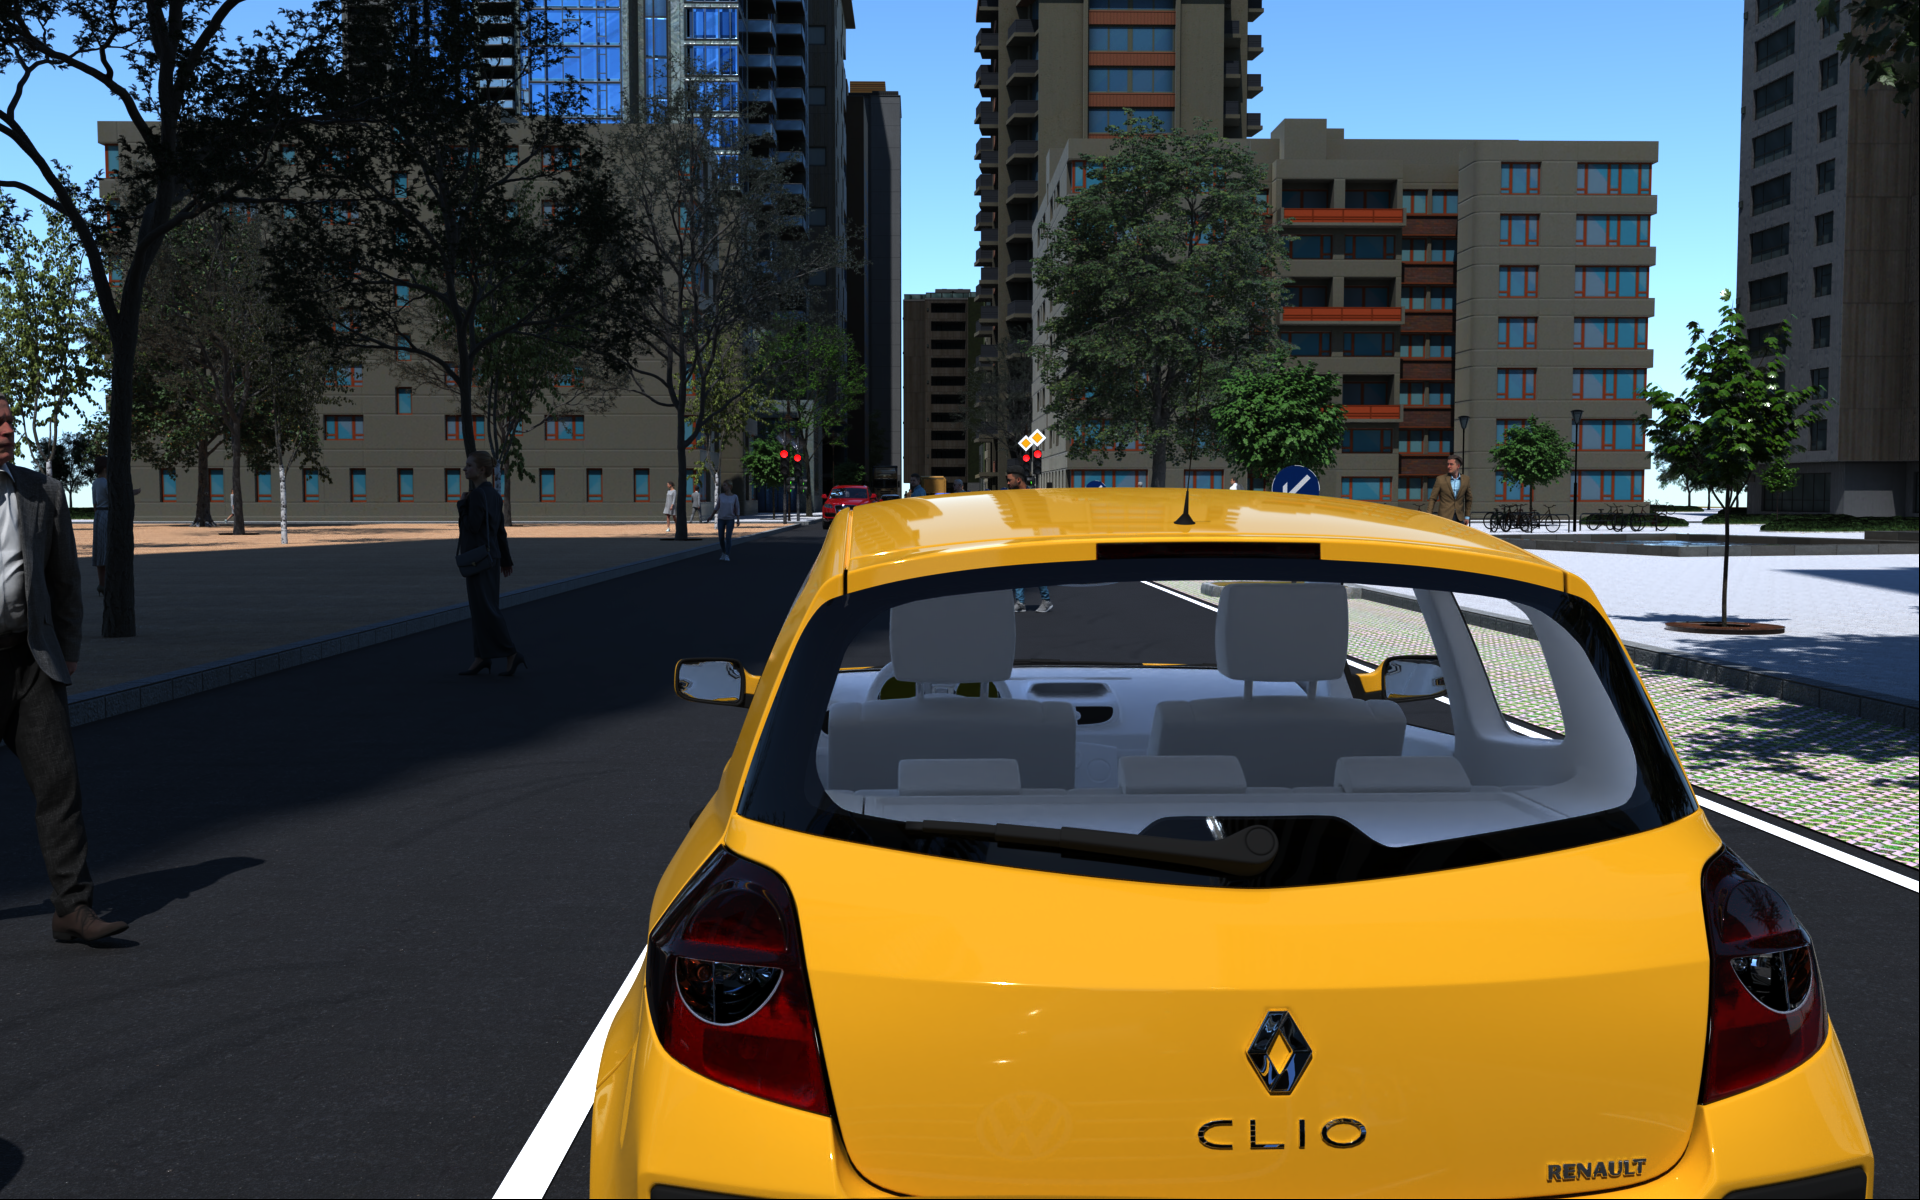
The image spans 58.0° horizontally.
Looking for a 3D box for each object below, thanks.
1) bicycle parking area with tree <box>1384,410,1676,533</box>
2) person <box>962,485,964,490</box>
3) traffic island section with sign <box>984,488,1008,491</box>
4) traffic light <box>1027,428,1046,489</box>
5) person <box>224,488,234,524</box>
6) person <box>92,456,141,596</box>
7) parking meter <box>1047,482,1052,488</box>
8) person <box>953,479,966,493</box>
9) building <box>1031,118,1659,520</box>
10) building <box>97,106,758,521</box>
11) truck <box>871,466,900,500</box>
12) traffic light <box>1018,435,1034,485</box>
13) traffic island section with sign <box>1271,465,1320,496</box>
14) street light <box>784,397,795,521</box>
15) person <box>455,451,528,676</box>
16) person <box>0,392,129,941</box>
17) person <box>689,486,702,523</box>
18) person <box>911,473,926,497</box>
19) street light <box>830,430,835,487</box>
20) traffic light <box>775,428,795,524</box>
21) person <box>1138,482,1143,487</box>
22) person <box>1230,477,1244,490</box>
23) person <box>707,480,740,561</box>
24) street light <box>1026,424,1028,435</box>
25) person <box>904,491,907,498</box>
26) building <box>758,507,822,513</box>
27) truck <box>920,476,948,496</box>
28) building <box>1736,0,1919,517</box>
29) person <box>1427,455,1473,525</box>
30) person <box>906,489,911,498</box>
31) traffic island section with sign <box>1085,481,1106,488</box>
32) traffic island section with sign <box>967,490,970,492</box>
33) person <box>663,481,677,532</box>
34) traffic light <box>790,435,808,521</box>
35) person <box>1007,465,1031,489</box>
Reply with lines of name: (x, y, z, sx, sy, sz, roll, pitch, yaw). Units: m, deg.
bicycle parking area with tree: (19.591, -4.545, 61.305, 9.016, 4.147, 8.231, -1, 4, -16)
person: (-0.050, -2.737, 53.530, 0.520, 1.790, 0.573, 3, 4, 39)
traffic island section with sign: (2.599, -6.014, 106.957, 1.989, 1.847, 2.006, 0, 4, -1)
traffic light: (3.289, -5.220, 74.266, 0.839, 4.253, 0.868, 0, 4, -1)
person: (-32.622, -4.188, 77.728, 0.466, 1.731, 0.760, 3, 5, 40)
person: (-10.632, -0.927, 21.769, 0.480, 1.755, 0.524, 2, 4, 34)
parking meter: (4.491, -4.969, 86.951, 0.255, 1.863, 0.399, 0, 4, 1)
person: (-0.019, -1.850, 39.226, 0.515, 1.767, 0.782, -3, 5, -41)
building: (19.401, -15.509, 98.611, 28.899, 21.520, 27.650, 0, 4, -1)
building: (-26.404, -15.306, 95.295, 27.650, 21.520, 28.899, 0, 4, -1)
truck: (-7.506, -11.274, 173.245, 2.839, 4.237, 11.283, 0, 4, -3)
traffic light: (3.109, -5.708, 82.249, 0.839, 4.253, 0.868, 0, 4, -1)
traffic island section with sign: (4.463, -0.967, 24.432, 1.989, 1.847, 2.006, 0, 4, -1)
street light: (-8.151, -6.712, 82.530, 0.468, 5.910, 1.993, 0, 4, -1)
person: (-3.724, -0.293, 13.716, 0.534, 1.772, 0.576, -1, 4, -18)
person: (-3.042, 0.208, 5.501, 0.834, 1.777, 0.661, 2, 4, 32)
person: (-12.096, -4.321, 79.422, 0.678, 1.792, 0.850, 2, 4, 35)
person: (-0.797, -1.583, 34.243, 0.748, 1.841, 0.638, 2, 4, 31)
street light: (-9.111, -9.295, 124.764, 0.468, 5.910, 1.993, 0, 4, -1)
traffic light: (-7.469, -5.204, 74.009, 0.839, 4.253, 0.868, 0, 4, -1)
person: (7.242, -3.825, 69.070, 0.782, 1.767, 0.515, -1, 4, -13)
person: (8.904, -3.028, 55.646, 0.679, 1.850, 0.850, -2, 4, -35)
person: (-5.064, -1.712, 37.160, 0.731, 1.740, 0.598, 0, 4, 0)
street light: (4.392, -8.657, 114.326, 0.468, 5.910, 1.993, 0, 4, -1)
person: (-6.718, -12.751, 216.978, 0.705, 1.824, 1.348, 2, 4, 28)
building: (-21.515, -50.070, 131.308, 22.319, 86.520, 31.000, 0, 4, -1)
truck: (-2.929, -11.564, 184.994, 3.469, 3.379, 9.791, 0, 4, -3)
building: (49.163, -19.296, 87.190, 14.107, 30.474, 14.160, 0, 4, -1)
person: (6.939, -1.142, 24.633, 0.656, 1.842, 0.836, -3, 4, -37)
person: (-4.047, -7.952, 138.432, 0.656, 1.842, 0.836, 1, 4, 23)
traffic island section with sign: (3.846, -2.615, 51.380, 1.989, 1.847, 2.006, 0, 4, -1)
traffic island section with sign: (0.262, -12.385, 211.118, 1.989, 1.847, 2.006, 0, 4, -1)
person: (-9.900, -3.215, 59.365, 0.466, 1.731, 0.760, 1, 4, 9)
traffic light: (-7.649, -5.692, 81.992, 0.839, 4.253, 0.868, 0, 4, -1)
person: (0.770, -0.744, 21.008, 0.623, 1.781, 0.721, 3, 5, 40)
